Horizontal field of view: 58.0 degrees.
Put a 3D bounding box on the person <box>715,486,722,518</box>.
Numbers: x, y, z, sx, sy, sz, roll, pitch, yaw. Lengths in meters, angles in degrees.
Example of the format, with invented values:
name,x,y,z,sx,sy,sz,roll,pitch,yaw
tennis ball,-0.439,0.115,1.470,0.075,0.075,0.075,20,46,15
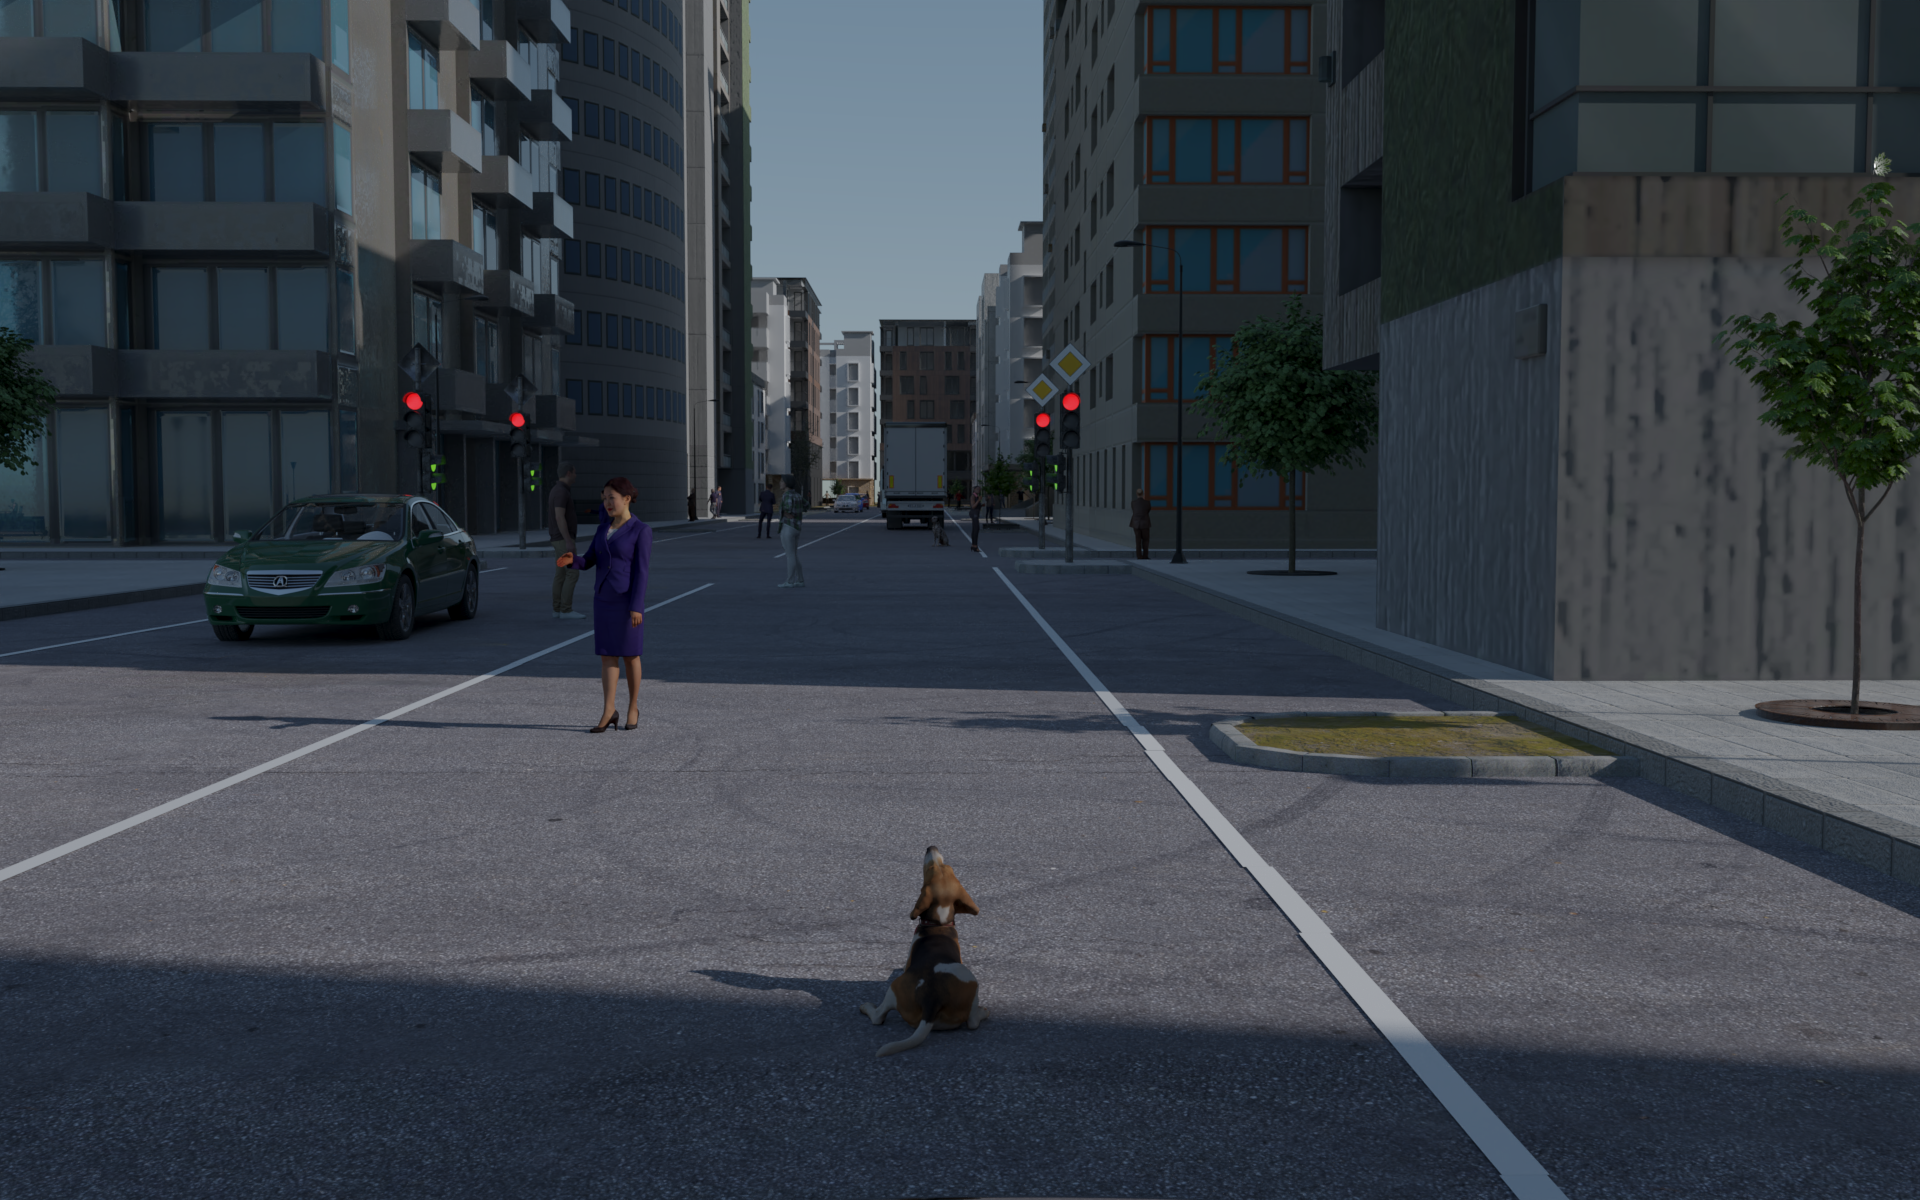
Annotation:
name,x,y,z,sx,sy,sz,roll,pitch,yaw
person,-13.059,-5.301,93.639,0.530,1.710,0.541,3,5,41

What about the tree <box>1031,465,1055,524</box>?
name,x,y,z,sx,sy,sz,roll,pitch,yaw
tree,4.364,-4.913,74.923,1.663,3.219,1.824,0,3,0

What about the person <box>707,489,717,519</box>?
name,x,y,z,sx,sy,sz,roll,pitch,yaw
person,-12.762,-4.960,89.342,0.569,1.553,0.471,-1,4,-22

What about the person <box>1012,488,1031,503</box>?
name,x,y,z,sx,sy,sz,roll,pitch,yaw
person,4.140,-6.816,117.499,1.348,1.822,0.705,-1,4,-11

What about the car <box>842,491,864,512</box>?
name,x,y,z,sx,sy,sz,roll,pitch,yaw
car,-8.599,-7.870,138.258,1.945,1.707,3.694,0,4,-3

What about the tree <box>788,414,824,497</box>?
name,x,y,z,sx,sy,sz,roll,pitch,yaw
tree,-14.654,-12.864,160.688,4.360,8.622,3.978,0,3,0

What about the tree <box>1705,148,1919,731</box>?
name,x,y,z,sx,sy,sz,roll,pitch,yaw
tree,5.229,-0.925,9.731,1.663,3.219,1.824,0,3,0

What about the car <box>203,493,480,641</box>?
name,x,y,z,sx,sy,sz,roll,pitch,yaw
car,-6.421,-0.406,18.443,2.131,1.459,4.920,0,4,-3

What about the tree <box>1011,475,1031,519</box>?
name,x,y,z,sx,sy,sz,roll,pitch,yaw
tree,3.627,-5.725,88.206,1.663,3.219,1.824,0,3,0

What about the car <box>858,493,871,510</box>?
name,x,y,z,sx,sy,sz,roll,pitch,yaw
car,-9.325,-9.278,160.740,2.155,1.783,4.494,0,4,-2

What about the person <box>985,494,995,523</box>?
name,x,y,z,sx,sy,sz,roll,pitch,yaw
person,1.524,-4.607,84.352,0.617,1.759,0.750,-2,4,-24

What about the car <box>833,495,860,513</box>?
name,x,y,z,sx,sy,sz,roll,pitch,yaw
car,-8.750,-7.409,133.491,2.083,1.381,4.827,0,4,-2

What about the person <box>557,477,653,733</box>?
name,x,y,z,sx,sy,sz,roll,pitch,yaw
person,-2.098,0.030,10.376,0.453,1.535,0.546,1,4,8

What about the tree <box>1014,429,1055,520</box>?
name,x,y,z,sx,sy,sz,roll,pitch,yaw
tree,4.333,-6.194,84.992,4.285,4.588,4.351,0,3,0

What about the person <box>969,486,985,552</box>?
name,x,y,z,sx,sy,sz,roll,pitch,yaw
person,0.447,-2.017,42.942,0.415,1.643,0.593,-2,4,-33

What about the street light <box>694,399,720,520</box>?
name,x,y,z,sx,sy,sz,roll,pitch,yaw
street light,-12.461,-6.873,84.909,1.470,5.913,1.316,0,4,-1

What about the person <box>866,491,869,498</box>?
name,x,y,z,sx,sy,sz,roll,pitch,yaw
person,-10.292,-11.193,191.637,0.705,1.807,1.348,-2,4,-24

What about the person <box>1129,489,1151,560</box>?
name,x,y,z,sx,sy,sz,roll,pitch,yaw
person,3.903,-1.634,37.492,0.482,1.546,0.388,1,4,15

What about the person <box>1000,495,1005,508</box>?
name,x,y,z,sx,sy,sz,roll,pitch,yaw
person,2.777,-6.818,117.377,0.709,1.838,0.599,-3,4,-37

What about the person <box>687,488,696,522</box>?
name,x,y,z,sx,sy,sz,roll,pitch,yaw
person,-12.525,-4.433,80.795,0.388,1.546,0.482,-2,4,-29

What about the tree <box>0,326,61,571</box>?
name,x,y,z,sx,sy,sz,roll,pitch,yaw
tree,-16.710,-2.751,28.693,4.285,4.588,4.351,0,3,0

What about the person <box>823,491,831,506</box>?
name,x,y,z,sx,sy,sz,roll,pitch,yaw
person,-15.060,-11.456,195.809,1.348,1.823,0.705,-3,5,-40

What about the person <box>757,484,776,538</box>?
name,x,y,z,sx,sy,sz,roll,pitch,yaw
person,-6.263,-2.881,56.051,0.683,1.767,0.568,0,4,7

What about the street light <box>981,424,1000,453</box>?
name,x,y,z,sx,sy,sz,roll,pitch,yaw
street light,2.099,-8.741,115.454,1.470,5.913,1.316,0,4,-1

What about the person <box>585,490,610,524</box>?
name,x,y,z,sx,sy,sz,roll,pitch,yaw
person,-8.232,-1.757,39.591,0.546,1.535,0.453,-3,4,-38

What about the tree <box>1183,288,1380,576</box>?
name,x,y,z,sx,sy,sz,roll,pitch,yaw
tree,5.279,-2.694,27.760,4.285,4.588,4.351,0,3,0

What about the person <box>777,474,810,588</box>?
name,x,y,z,sx,sy,sz,roll,pitch,yaw
person,-2.578,-1.060,26.561,0.376,1.734,0.841,1,4,21

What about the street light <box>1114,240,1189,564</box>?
name,x,y,z,sx,sy,sz,roll,pitch,yaw
street light,3.510,-3.628,31.861,1.470,5.913,1.316,0,4,-1

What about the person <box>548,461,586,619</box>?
name,x,y,z,sx,sy,sz,roll,pitch,yaw
person,-4.535,-0.696,20.013,0.434,1.807,0.598,0,4,-7

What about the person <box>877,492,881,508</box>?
name,x,y,z,sx,sy,sz,roll,pitch,yaw
person,-8.472,-10.503,181.034,0.445,1.727,0.742,0,4,2

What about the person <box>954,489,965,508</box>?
name,x,y,z,sx,sy,sz,roll,pitch,yaw
person,-0.066,-8.613,149.267,1.348,1.831,0.705,-3,5,-44

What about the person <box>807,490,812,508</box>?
name,x,y,z,sx,sy,sz,roll,pitch,yaw
person,-14.058,-9.426,161.630,0.415,1.643,0.593,-3,4,-36

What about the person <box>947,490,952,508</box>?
name,x,y,z,sx,sy,sz,roll,pitch,yaw
person,-1.096,-10.536,180.393,0.705,1.869,1.348,1,4,16

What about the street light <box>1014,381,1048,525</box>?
name,x,y,z,sx,sy,sz,roll,pitch,yaw
street light,2.918,-6.022,71.004,1.470,5.913,1.316,0,4,-1

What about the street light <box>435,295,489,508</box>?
name,x,y,z,sx,sy,sz,roll,pitch,yaw
street light,-11.712,-4.166,40.647,1.470,5.913,1.316,0,4,-1
